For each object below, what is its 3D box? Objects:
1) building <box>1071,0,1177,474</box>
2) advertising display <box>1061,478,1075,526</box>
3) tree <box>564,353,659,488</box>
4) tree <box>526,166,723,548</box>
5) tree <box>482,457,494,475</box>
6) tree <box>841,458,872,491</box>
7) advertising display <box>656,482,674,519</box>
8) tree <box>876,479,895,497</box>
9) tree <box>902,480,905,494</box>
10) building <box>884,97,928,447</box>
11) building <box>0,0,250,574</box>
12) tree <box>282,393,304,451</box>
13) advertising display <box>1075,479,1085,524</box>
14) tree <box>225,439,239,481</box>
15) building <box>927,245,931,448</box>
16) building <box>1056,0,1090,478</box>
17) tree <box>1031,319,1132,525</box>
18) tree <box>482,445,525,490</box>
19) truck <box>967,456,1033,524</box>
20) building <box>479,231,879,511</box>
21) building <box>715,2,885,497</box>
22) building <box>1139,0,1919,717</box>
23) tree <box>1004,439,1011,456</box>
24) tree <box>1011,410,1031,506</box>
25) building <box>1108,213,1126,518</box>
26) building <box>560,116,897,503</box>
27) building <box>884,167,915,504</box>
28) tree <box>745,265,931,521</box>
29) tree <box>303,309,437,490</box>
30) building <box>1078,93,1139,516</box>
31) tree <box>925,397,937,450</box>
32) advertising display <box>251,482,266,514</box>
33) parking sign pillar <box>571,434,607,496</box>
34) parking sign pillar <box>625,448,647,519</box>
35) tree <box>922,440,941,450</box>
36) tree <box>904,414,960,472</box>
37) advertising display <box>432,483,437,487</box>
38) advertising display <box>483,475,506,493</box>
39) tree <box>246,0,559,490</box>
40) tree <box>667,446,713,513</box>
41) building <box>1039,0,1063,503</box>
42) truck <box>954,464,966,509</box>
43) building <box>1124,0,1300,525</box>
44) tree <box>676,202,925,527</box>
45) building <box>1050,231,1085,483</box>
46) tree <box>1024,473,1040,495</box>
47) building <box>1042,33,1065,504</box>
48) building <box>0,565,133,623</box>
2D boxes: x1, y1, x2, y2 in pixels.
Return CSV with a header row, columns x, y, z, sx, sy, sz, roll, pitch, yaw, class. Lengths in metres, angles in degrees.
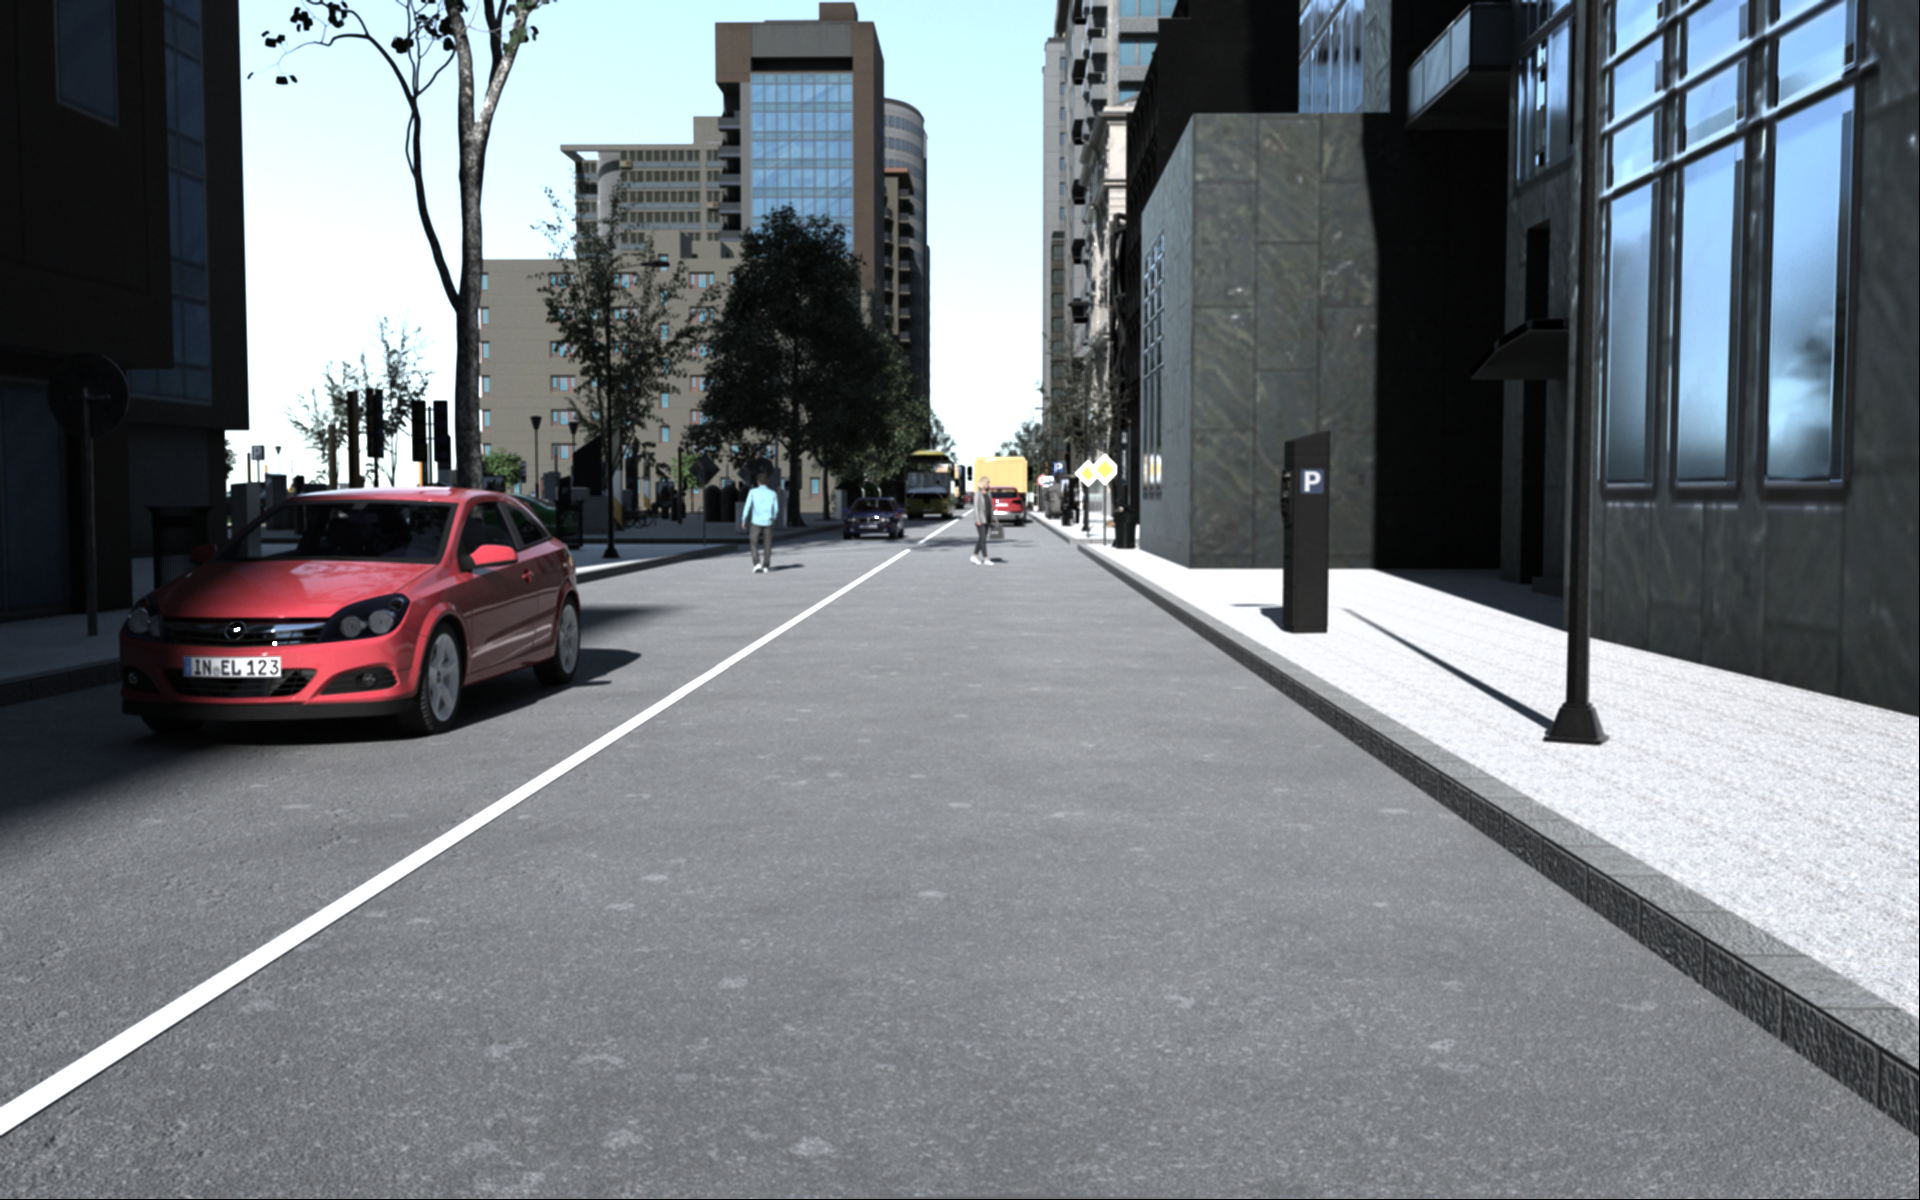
x,y,z,sx,sy,sz,roll,pitch,yaw,class
21.335,-31.860,140.516,23.786,49.044,30.456,0,4,1,building
4.265,-3.933,69.512,0.123,1.923,0.974,-1,4,-17,advertising display
-17.165,-8.304,86.125,4.737,8.622,4.395,0,3,0,tree
-7.824,-5.450,39.467,4.360,8.622,3.978,0,3,0,tree
-21.429,-5.067,77.454,1.663,3.219,1.824,0,3,0,tree
-5.803,-6.104,94.399,1.663,3.219,1.824,0,3,0,tree
-15.150,-5.125,89.005,0.974,1.923,0.123,-2,4,-32,advertising display
-5.883,-8.360,131.294,1.663,3.219,1.824,0,3,0,tree
-5.120,-10.741,170.223,1.663,3.219,1.824,0,3,0,tree
-15.851,-43.630,255.346,21.231,58.520,28.212,0,4,1,building
-23.157,-23.286,30.841,14.200,45.320,14.600,0,4,1,building
-32.874,-8.574,90.548,4.360,8.622,3.978,0,3,0,tree
5.179,-4.293,75.402,0.123,1.923,0.974,3,5,40,advertising display
-35.208,-5.904,80.244,4.285,4.588,4.351,0,3,0,tree
-12.001,-36.297,277.045,14.154,41.232,14.086,0,4,1,building
24.109,-35.476,169.271,28.713,52.752,27.495,0,4,1,building
5.102,-7.458,72.299,4.360,8.622,3.978,0,3,0,tree
-31.019,-8.145,116.886,4.285,4.588,4.351,0,3,0,tree
2.040,-5.621,87.834,3.469,3.379,9.791,0,4,1,truck
-21.420,-18.142,141.659,27.650,21.520,28.899,0,4,1,building
-14.421,-31.349,162.670,14.600,45.320,14.200,0,4,1,building
14.986,-43.376,21.865,22.319,86.520,31.000,0,4,1,building
6.856,-14.276,183.769,4.360,8.622,3.978,0,3,0,tree
6.727,-11.841,143.965,4.360,8.622,3.978,0,3,0,tree
16.380,-13.801,93.103,16.820,18.784,16.811,0,4,1,building
-23.194,-30.000,182.373,32.217,40.220,23.993,0,4,1,building
-17.286,-34.998,226.841,22.147,44.769,28.867,0,4,1,building
-6.614,-10.593,83.560,12.009,13.543,11.850,0,3,0,tree
-22.729,-7.230,68.580,4.360,8.622,3.978,0,3,0,tree
15.109,-19.914,112.982,14.401,28.519,23.554,0,4,1,building
-6.038,-12.378,119.381,9.611,12.733,9.660,0,3,0,tree
-36.927,-5.270,91.373,0.974,1.923,0.123,-2,4,-28,advertising display
-16.706,-5.444,77.475,1.447,3.967,1.447,-2,4,-30,parking sign pillar
-16.968,-6.184,89.576,1.447,3.967,1.447,0,4,-1,parking sign pillar
-3.877,-16.191,215.089,4.360,8.622,3.978,0,3,0,tree
-3.321,-16.356,201.824,7.601,10.594,8.767,0,4,5,tree
-29.781,-5.749,99.209,0.123,1.923,0.974,2,4,35,advertising display
-16.084,-3.324,59.554,0.974,1.923,0.123,1,4,10,advertising display
-6.444,-10.434,26.481,12.611,20.169,13.585,0,3,0,tree
-18.479,-8.270,118.931,4.285,4.588,4.351,0,3,0,tree
21.720,-49.631,249.717,20.563,71.187,20.611,0,4,1,building
-0.973,-10.823,165.865,2.839,4.237,11.283,0,4,3,truck
13.546,-14.768,71.142,12.332,23.373,15.834,0,4,1,building
-6.466,-9.254,68.318,9.611,12.733,9.660,0,3,0,tree
16.986,-25.688,191.704,14.160,30.474,14.107,0,4,1,building
6.758,-10.002,158.135,1.663,3.219,1.824,0,3,0,tree
21.231,-41.819,225.743,21.231,58.520,28.212,0,4,1,building
-16.005,-22.108,11.570,14.600,45.320,14.200,0,4,1,building
